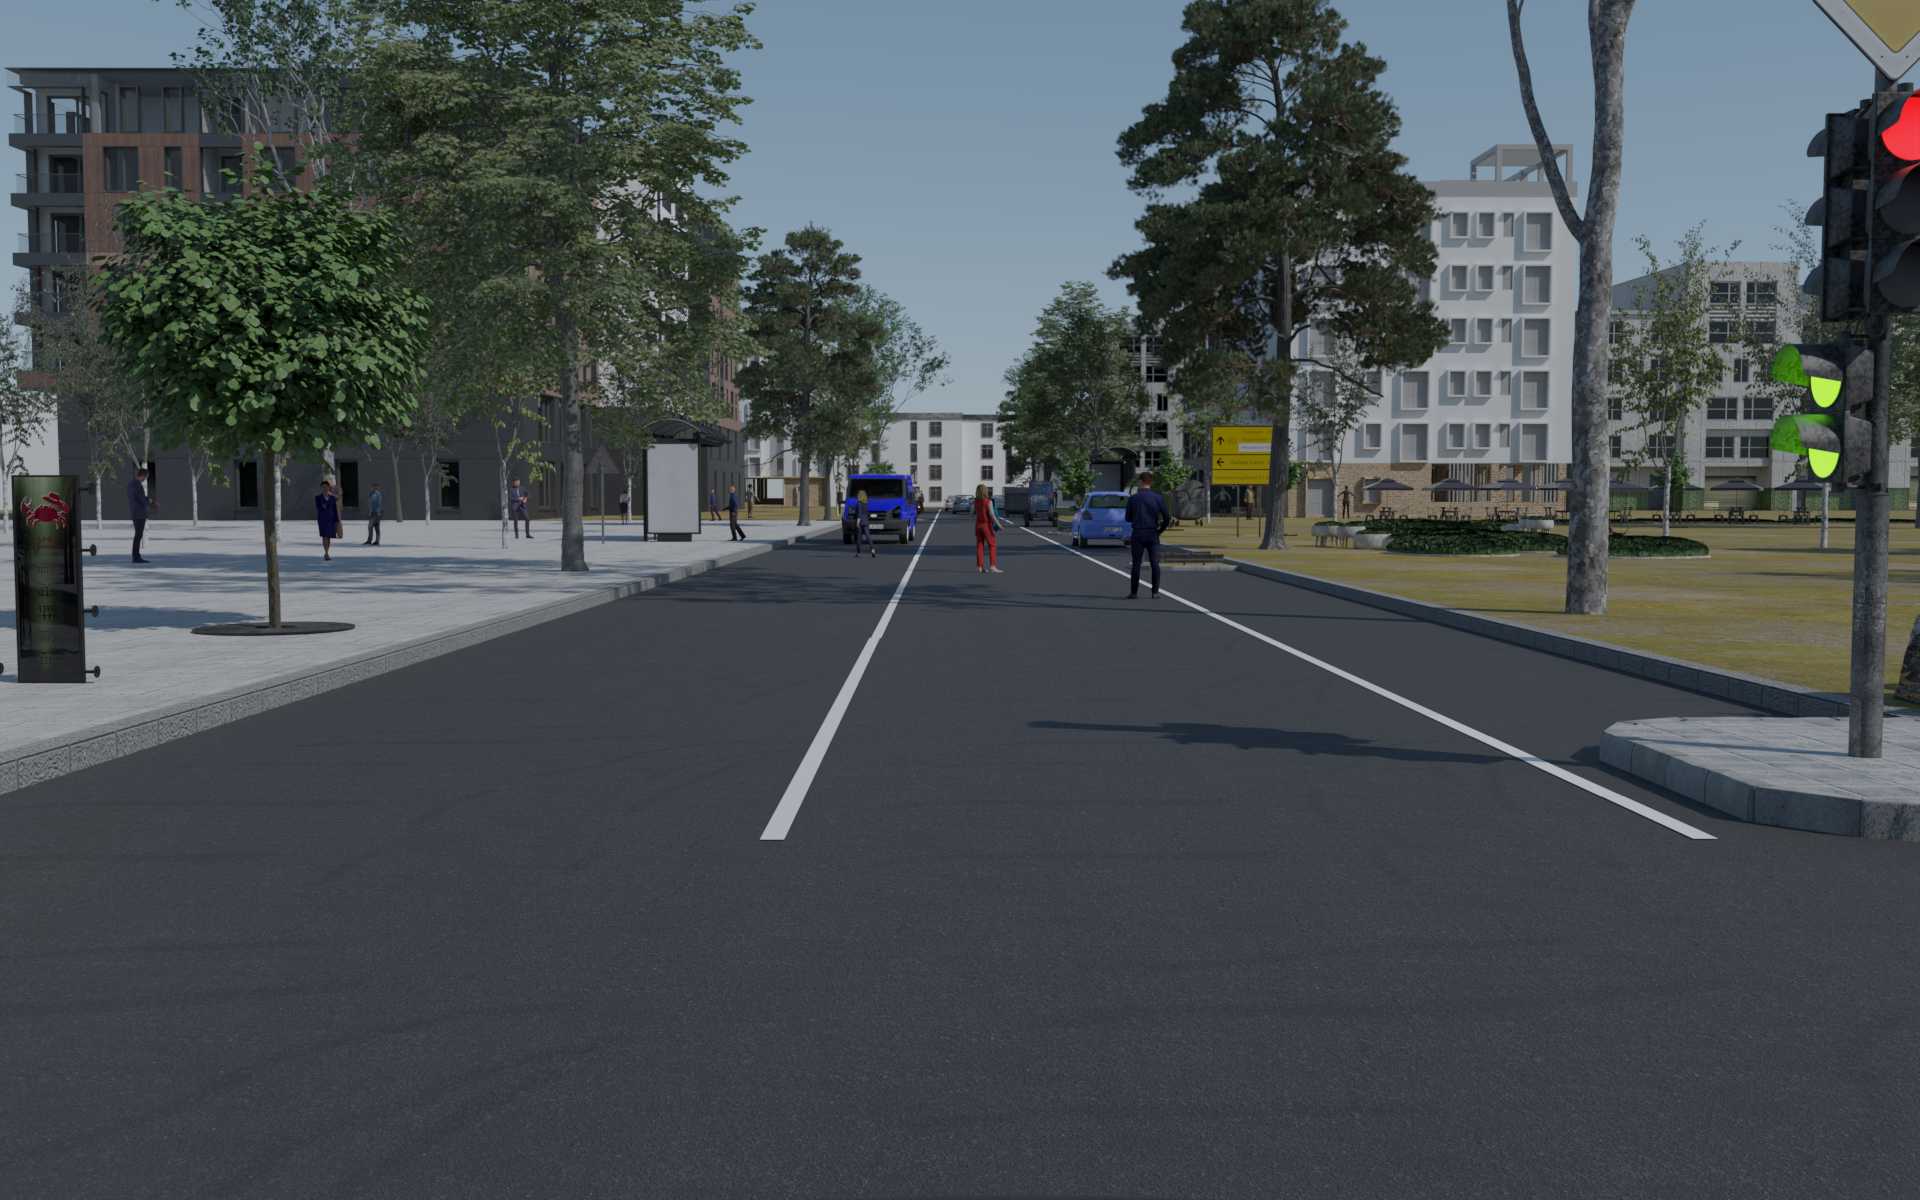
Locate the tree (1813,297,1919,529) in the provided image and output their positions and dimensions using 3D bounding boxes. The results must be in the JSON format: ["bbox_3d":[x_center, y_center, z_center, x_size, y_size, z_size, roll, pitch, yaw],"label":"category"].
[{"bbox_3d":[35.427,-8.943,64.337,7.486,12.596,7.792,0,3,0],"label":"tree"}]

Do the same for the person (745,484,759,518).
[{"bbox_3d":[-11.072,-5.239,91.698,0.705,1.824,1.348,-3,5,-39],"label":"person"}]

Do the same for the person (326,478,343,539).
[{"bbox_3d":[-17.998,-2.628,49.700,0.565,1.739,0.600,0,4,-6],"label":"person"}]

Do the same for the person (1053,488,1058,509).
[{"bbox_3d":[8.251,-9.108,155.472,1.217,1.766,0.721,-3,5,-39],"label":"person"}]

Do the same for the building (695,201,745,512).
[{"bbox_3d":[-34.337,-17.793,134.882,32.646,21.610,27.936,0,4,0],"label":"building"}]

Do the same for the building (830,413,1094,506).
[{"bbox_3d":[0.180,-14.739,183.134,28.070,9.664,9.099,0,4,0],"label":"building"}]

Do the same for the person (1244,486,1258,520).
[{"bbox_3d":[14.327,-4.858,85.566,0.705,1.812,1.348,3,4,38],"label":"person"}]

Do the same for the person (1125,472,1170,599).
[{"bbox_3d":[2.550,-0.891,23.780,0.576,1.737,0.504,-1,4,-9],"label":"person"}]

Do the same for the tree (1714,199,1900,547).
[{"bbox_3d":[20.611,-5.581,41.609,4.360,8.622,3.978,0,3,0],"label":"tree"}]

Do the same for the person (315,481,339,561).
[{"bbox_3d":[-12.132,-1.521,33.286,0.546,1.535,0.453,3,4,37],"label":"person"}]

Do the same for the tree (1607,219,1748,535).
[{"bbox_3d":[19.357,-5.931,47.340,4.737,8.622,4.395,0,3,0],"label":"tree"}]

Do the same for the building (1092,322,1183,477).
[{"bbox_3d":[30.286,-19.566,186.365,31.486,18.905,16.747,0,4,0],"label":"building"}]

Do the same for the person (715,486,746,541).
[{"bbox_3d":[-6.224,-2.359,47.309,0.600,1.496,0.574,1,4,20],"label":"person"}]

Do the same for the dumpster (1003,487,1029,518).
[{"bbox_3d":[3.573,-5.921,105.021,1.865,1.857,1.264,0,4,-1],"label":"dumpster"}]

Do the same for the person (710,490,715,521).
[{"bbox_3d":[-11.681,-4.486,82.088,0.574,1.496,0.600,-3,5,-40],"label":"person"}]

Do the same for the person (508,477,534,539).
[{"bbox_3d":[-12.592,-2.645,49.735,0.683,1.767,0.568,-2,4,-35],"label":"person"}]

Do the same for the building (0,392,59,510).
[{"bbox_3d":[-64.761,-12.393,144.776,28.070,9.664,9.099,0,4,0],"label":"building"}]

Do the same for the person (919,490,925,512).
[{"bbox_3d":[-3.131,-7.938,138.834,0.434,1.755,0.990,-2,4,-27],"label":"person"}]

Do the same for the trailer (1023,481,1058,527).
[{"bbox_3d":[3.517,-4.217,75.995,1.471,1.999,3.904,0,4,0],"label":"trailer"}]

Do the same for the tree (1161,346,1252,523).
[{"bbox_3d":[10.899,-7.677,75.884,4.737,8.622,4.395,0,3,0],"label":"tree"}]

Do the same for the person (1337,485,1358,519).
[{"bbox_3d":[20.166,-5.118,90.433,1.217,1.735,0.721,1,4,13],"label":"person"}]

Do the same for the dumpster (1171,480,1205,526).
[{"bbox_3d":[9.186,-3.920,69.857,1.264,1.857,1.865,0,4,0],"label":"dumpster"}]

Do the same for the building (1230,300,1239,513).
[{"bbox_3d":[25.613,-15.550,110.669,16.016,20.091,11.380,0,4,0],"label":"building"}]

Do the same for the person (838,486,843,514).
[{"bbox_3d":[-7.653,-6.394,110.555,0.705,1.831,1.348,0,4,-5],"label":"person"}]

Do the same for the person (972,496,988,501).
[{"bbox_3d":[1.450,-6.487,114.544,1.348,1.826,0.705,-1,4,-11],"label":"person"}]

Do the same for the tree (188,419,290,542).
[{"bbox_3d":[-18.012,-5.857,46.131,4.737,8.622,4.395,0,3,0],"label":"tree"}]

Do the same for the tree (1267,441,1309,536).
[{"bbox_3d":[9.956,-3.587,53.248,1.663,3.219,1.824,0,3,0],"label":"tree"}]

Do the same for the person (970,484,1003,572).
[{"bbox_3d":[0.483,-1.316,31.720,0.444,1.614,0.593,-2,4,-28],"label":"person"}]

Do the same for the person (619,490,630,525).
[{"bbox_3d":[-13.986,-3.846,72.118,0.799,1.438,0.628,3,5,42],"label":"person"}]

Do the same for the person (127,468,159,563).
[{"bbox_3d":[-15.215,-1.578,32.293,0.683,1.767,0.568,3,5,43],"label":"person"}]

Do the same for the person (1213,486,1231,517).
[{"bbox_3d":[14.600,-5.482,96.463,0.721,1.735,1.217,-3,5,-45],"label":"person"}]

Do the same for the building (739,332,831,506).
[{"bbox_3d":[-19.760,-20.170,186.205,11.380,20.091,16.016,0,4,0],"label":"building"}]

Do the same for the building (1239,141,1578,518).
[{"bbox_3d":[25.019,-14.808,98.532,16.016,20.091,11.380,0,4,0],"label":"building"}]

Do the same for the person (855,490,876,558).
[{"bbox_3d":[-2.149,-1.717,39.120,0.613,1.512,0.480,2,4,24],"label":"person"}]

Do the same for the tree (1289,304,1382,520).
[{"bbox_3d":[13.998,-7.004,64.877,4.360,8.622,3.978,0,3,0],"label":"tree"}]

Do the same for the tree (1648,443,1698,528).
[{"bbox_3d":[26.932,-4.345,65.646,1.663,3.219,1.824,0,3,0],"label":"tree"}]

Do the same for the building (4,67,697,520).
[{"bbox_3d":[-31.763,-15.642,99.715,27.936,21.610,32.646,0,4,0],"label":"building"}]

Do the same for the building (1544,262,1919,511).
[{"bbox_3d":[63.661,-16.753,140.365,31.486,18.905,16.747,0,4,0],"label":"building"}]

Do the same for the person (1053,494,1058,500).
[{"bbox_3d":[6.003,-6.765,116.654,1.348,1.823,0.705,-3,4,-38],"label":"person"}]

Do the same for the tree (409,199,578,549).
[{"bbox_3d":[-10.776,-5.503,40.331,4.737,8.622,4.395,0,3,0],"label":"tree"}]

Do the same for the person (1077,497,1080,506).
[{"bbox_3d":[11.288,-9.542,165.241,0.721,1.736,1.217,0,4,3],"label":"person"}]

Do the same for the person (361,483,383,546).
[{"bbox_3d":[-14.565,-2.127,43.033,0.429,1.552,0.499,2,4,24],"label":"person"}]

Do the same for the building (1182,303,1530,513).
[{"bbox_3d":[30.667,-17.655,132.629,27.936,21.610,32.646,0,4,0],"label":"building"}]
